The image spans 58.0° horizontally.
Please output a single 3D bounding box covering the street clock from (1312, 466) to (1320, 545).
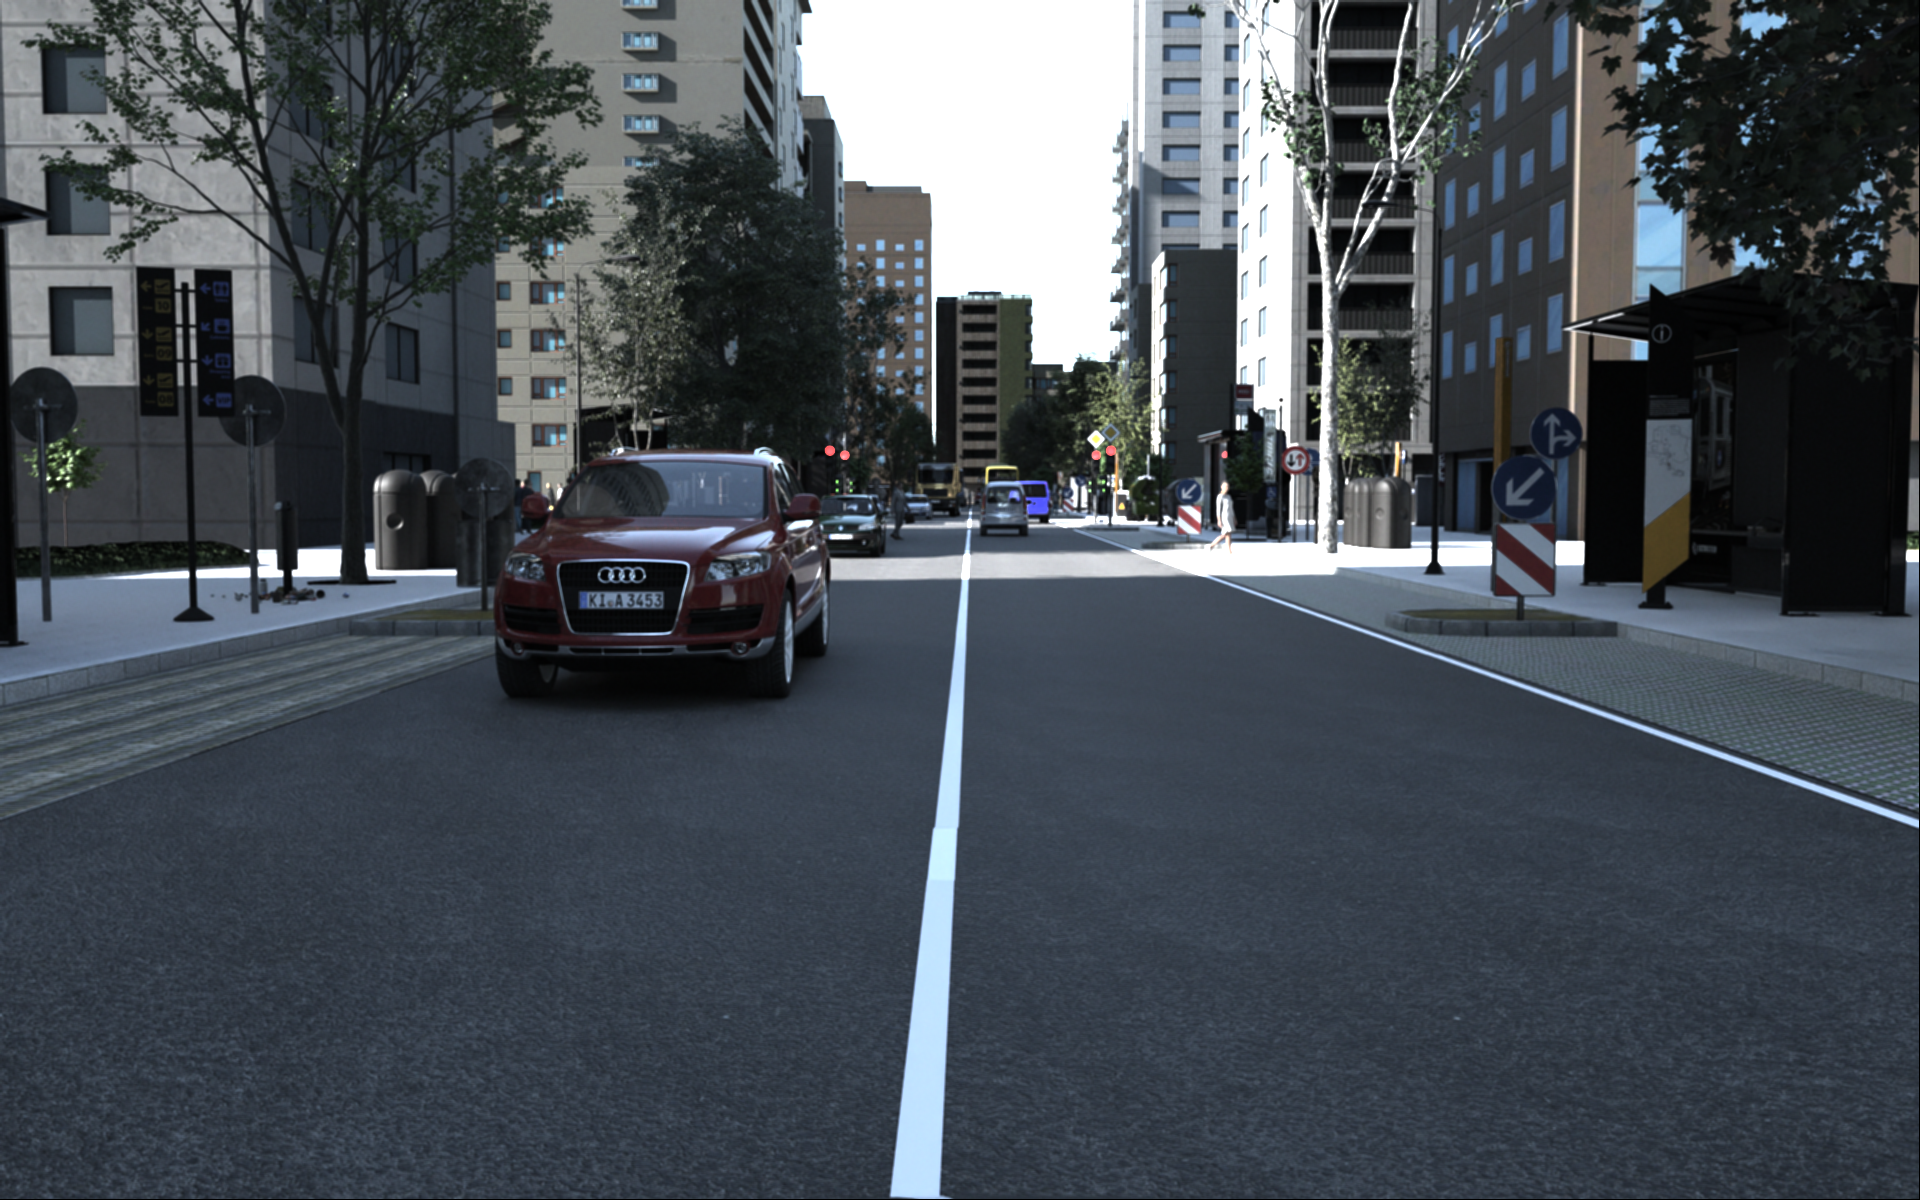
[{"bbox_3d":[9.117,-2.410,43.967,0.358,2.002,0.471,-1,4,-9],"label":"street clock"}]

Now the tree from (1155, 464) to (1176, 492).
[{"bbox_3d":[13.204,-7.188,112.126,1.663,3.219,1.824,0,3,0],"label":"tree"}]

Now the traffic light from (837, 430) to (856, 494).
[{"bbox_3d":[-5.016,-5.333,76.119,0.839,4.253,0.868,0,4,0],"label":"traffic light"}]

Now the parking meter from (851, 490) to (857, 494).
[{"bbox_3d":[-6.598,-6.089,107.968,0.372,1.533,0.369,0,3,0],"label":"parking meter"}]

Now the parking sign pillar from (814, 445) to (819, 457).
[{"bbox_3d":[-8.111,-6.545,95.486,1.447,3.967,1.447,-3,5,-40],"label":"parking sign pillar"}]

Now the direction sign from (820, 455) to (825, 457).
[{"bbox_3d":[-8.072,-6.565,99.331,0.876,3.537,0.379,3,4,38],"label":"direction sign"}]

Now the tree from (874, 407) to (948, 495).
[{"bbox_3d":[-6.038,-18.815,224.628,9.611,12.733,9.660,0,3,0],"label":"tree"}]

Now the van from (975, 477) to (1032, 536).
[{"bbox_3d":[1.517,-3.269,60.458,2.013,2.044,4.112,0,4,1],"label":"van"}]

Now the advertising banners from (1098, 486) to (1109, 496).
[{"bbox_3d":[9.672,-7.316,115.801,0.090,3.025,2.074,2,4,33],"label":"advertising banners"}]

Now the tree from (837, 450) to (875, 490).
[{"bbox_3d":[-7.847,-8.705,126.040,4.285,4.588,4.351,0,3,0],"label":"tree"}]

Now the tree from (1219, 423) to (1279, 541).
[{"bbox_3d":[7.834,-3.235,47.486,1.663,3.219,1.824,0,3,0],"label":"tree"}]

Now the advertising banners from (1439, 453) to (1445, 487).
[{"bbox_3d":[19.032,-4.286,66.260,2.074,3.025,0.090,-1,4,-22],"label":"advertising banners"}]

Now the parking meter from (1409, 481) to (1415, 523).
[{"bbox_3d":[20.205,-4.371,77.169,0.399,1.863,0.255,2,4,35],"label":"parking meter"}]

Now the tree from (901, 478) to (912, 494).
[{"bbox_3d":[-6.986,-13.347,212.821,1.663,3.219,1.824,0,3,0],"label":"tree"}]

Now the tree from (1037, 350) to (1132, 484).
[{"bbox_3d":[9.762,-13.357,136.517,7.486,12.596,7.792,0,3,0],"label":"tree"}]

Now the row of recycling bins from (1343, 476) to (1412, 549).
[{"bbox_3d":[10.020,-2.124,41.835,1.069,1.692,3.534,0,4,-2],"label":"row of recycling bins"}]

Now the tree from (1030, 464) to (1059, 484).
[{"bbox_3d":[8.821,-12.235,183.755,4.285,4.588,4.351,0,3,0],"label":"tree"}]

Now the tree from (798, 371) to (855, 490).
[{"bbox_3d":[-7.948,-9.322,102.772,4.360,8.622,3.978,0,3,0],"label":"tree"}]

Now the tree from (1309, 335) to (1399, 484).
[{"bbox_3d":[17.722,-7.845,78.626,4.737,8.622,4.395,0,3,0],"label":"tree"}]

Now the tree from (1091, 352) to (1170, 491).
[{"bbox_3d":[8.688,-8.609,91.122,4.737,8.622,4.395,0,3,0],"label":"tree"}]

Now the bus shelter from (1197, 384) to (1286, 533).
[{"bbox_3d":[9.604,-5.081,60.714,2.179,5.291,8.768,0,4,0],"label":"bus shelter"}]

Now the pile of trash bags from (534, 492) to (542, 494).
[{"bbox_3d":[-15.000,-3.515,67.229,3.447,1.369,1.912,-1,4,-22],"label":"pile of trash bags"}]

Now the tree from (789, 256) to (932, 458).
[{"bbox_3d":[-8.616,-17.406,140.485,12.611,20.169,13.585,0,3,0],"label":"tree"}]

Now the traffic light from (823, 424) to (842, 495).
[{"bbox_3d":[-5.071,-4.845,68.134,0.839,4.253,0.868,0,4,0],"label":"traffic light"}]

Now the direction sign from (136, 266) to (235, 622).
[{"bbox_3d":[-7.777,-1.558,17.473,0.876,3.537,0.379,-1,4,-19],"label":"direction sign"}]

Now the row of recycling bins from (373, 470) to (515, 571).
[{"bbox_3d":[-9.006,-1.436,30.599,1.069,1.692,3.534,1,4,18],"label":"row of recycling bins"}]

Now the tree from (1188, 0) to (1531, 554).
[{"bbox_3d":[9.039,-10.995,35.659,12.611,20.169,13.585,0,3,0],"label":"tree"}]

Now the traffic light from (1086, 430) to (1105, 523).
[{"bbox_3d":[5.945,-5.330,76.059,0.839,4.253,0.868,0,4,0],"label":"traffic light"}]

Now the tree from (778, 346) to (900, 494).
[{"bbox_3d":[-7.937,-10.738,109.971,8.767,10.594,7.601,0,4,3],"label":"tree"}]

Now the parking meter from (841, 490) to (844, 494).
[{"bbox_3d":[-6.523,-5.451,97.542,0.372,1.533,0.369,0,3,0],"label":"parking meter"}]

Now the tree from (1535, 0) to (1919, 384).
[{"bbox_3d":[8.486,-5.739,10.847,9.611,12.733,9.660,0,3,0],"label":"tree"}]

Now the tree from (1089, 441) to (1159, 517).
[{"bbox_3d":[8.835,-6.959,97.488,4.285,4.588,4.351,0,3,0],"label":"tree"}]

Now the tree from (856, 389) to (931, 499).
[{"bbox_3d":[-6.634,-15.007,171.116,9.928,11.665,9.643,0,3,0],"label":"tree"}]

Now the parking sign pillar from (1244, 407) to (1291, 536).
[{"bbox_3d":[9.599,-4.000,53.868,1.447,3.967,1.447,-1,4,-17],"label":"parking sign pillar"}]

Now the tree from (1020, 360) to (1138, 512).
[{"bbox_3d":[8.288,-11.443,121.509,8.767,10.594,7.601,1,4,8],"label":"tree"}]

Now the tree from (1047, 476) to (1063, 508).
[{"bbox_3d":[9.032,-10.473,165.840,1.663,3.219,1.824,0,3,0],"label":"tree"}]

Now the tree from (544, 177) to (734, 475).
[{"bbox_3d":[-7.559,-5.523,40.668,4.360,8.622,3.978,0,3,0],"label":"tree"}]

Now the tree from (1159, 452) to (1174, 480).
[{"bbox_3d":[12.605,-8.074,115.718,4.285,4.588,4.351,0,3,0],"label":"tree"}]

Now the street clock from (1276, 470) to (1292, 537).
[{"bbox_3d":[9.562,-2.858,51.301,0.471,2.002,0.358,1,4,17],"label":"street clock"}]

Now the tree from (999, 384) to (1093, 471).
[{"bbox_3d":[9.494,-17.325,193.629,12.009,13.543,11.850,0,3,0],"label":"tree"}]

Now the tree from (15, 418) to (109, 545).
[{"bbox_3d":[-18.989,-2.581,36.793,1.663,3.219,1.824,0,3,0],"label":"tree"}]

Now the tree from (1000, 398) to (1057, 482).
[{"bbox_3d":[9.531,-19.649,227.915,9.857,13.997,8.962,0,3,0],"label":"tree"}]

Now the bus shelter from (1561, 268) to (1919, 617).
[{"bbox_3d":[9.216,-1.829,21.180,1.731,3.624,6.357,0,4,1],"label":"bus shelter"}]

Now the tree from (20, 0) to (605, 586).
[{"bbox_3d":[-8.727,-6.020,24.186,9.928,11.665,9.643,0,3,0],"label":"tree"}]

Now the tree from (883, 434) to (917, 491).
[{"bbox_3d":[-7.085,-15.127,197.682,4.360,8.622,3.978,0,3,0],"label":"tree"}]

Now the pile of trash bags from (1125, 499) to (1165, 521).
[{"bbox_3d":[8.831,-4.457,82.621,1.912,1.369,3.447,0,4,6],"label":"pile of trash bags"}]

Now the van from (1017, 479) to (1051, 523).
[{"bbox_3d":[3.388,-4.993,86.015,2.240,2.365,5.245,0,4,-1],"label":"van"}]

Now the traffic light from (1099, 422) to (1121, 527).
[{"bbox_3d":[5.890,-4.841,68.074,0.839,4.253,0.868,0,4,0],"label":"traffic light"}]

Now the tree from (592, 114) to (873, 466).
[{"bbox_3d":[-7.512,-9.300,58.717,9.857,13.997,8.962,0,3,0],"label":"tree"}]

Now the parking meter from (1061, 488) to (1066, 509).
[{"bbox_3d":[8.971,-8.809,149.736,0.255,1.863,0.399,3,5,44],"label":"parking meter"}]

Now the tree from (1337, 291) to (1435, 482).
[{"bbox_3d":[15.538,-6.913,63.398,4.360,8.622,3.978,0,3,0],"label":"tree"}]
